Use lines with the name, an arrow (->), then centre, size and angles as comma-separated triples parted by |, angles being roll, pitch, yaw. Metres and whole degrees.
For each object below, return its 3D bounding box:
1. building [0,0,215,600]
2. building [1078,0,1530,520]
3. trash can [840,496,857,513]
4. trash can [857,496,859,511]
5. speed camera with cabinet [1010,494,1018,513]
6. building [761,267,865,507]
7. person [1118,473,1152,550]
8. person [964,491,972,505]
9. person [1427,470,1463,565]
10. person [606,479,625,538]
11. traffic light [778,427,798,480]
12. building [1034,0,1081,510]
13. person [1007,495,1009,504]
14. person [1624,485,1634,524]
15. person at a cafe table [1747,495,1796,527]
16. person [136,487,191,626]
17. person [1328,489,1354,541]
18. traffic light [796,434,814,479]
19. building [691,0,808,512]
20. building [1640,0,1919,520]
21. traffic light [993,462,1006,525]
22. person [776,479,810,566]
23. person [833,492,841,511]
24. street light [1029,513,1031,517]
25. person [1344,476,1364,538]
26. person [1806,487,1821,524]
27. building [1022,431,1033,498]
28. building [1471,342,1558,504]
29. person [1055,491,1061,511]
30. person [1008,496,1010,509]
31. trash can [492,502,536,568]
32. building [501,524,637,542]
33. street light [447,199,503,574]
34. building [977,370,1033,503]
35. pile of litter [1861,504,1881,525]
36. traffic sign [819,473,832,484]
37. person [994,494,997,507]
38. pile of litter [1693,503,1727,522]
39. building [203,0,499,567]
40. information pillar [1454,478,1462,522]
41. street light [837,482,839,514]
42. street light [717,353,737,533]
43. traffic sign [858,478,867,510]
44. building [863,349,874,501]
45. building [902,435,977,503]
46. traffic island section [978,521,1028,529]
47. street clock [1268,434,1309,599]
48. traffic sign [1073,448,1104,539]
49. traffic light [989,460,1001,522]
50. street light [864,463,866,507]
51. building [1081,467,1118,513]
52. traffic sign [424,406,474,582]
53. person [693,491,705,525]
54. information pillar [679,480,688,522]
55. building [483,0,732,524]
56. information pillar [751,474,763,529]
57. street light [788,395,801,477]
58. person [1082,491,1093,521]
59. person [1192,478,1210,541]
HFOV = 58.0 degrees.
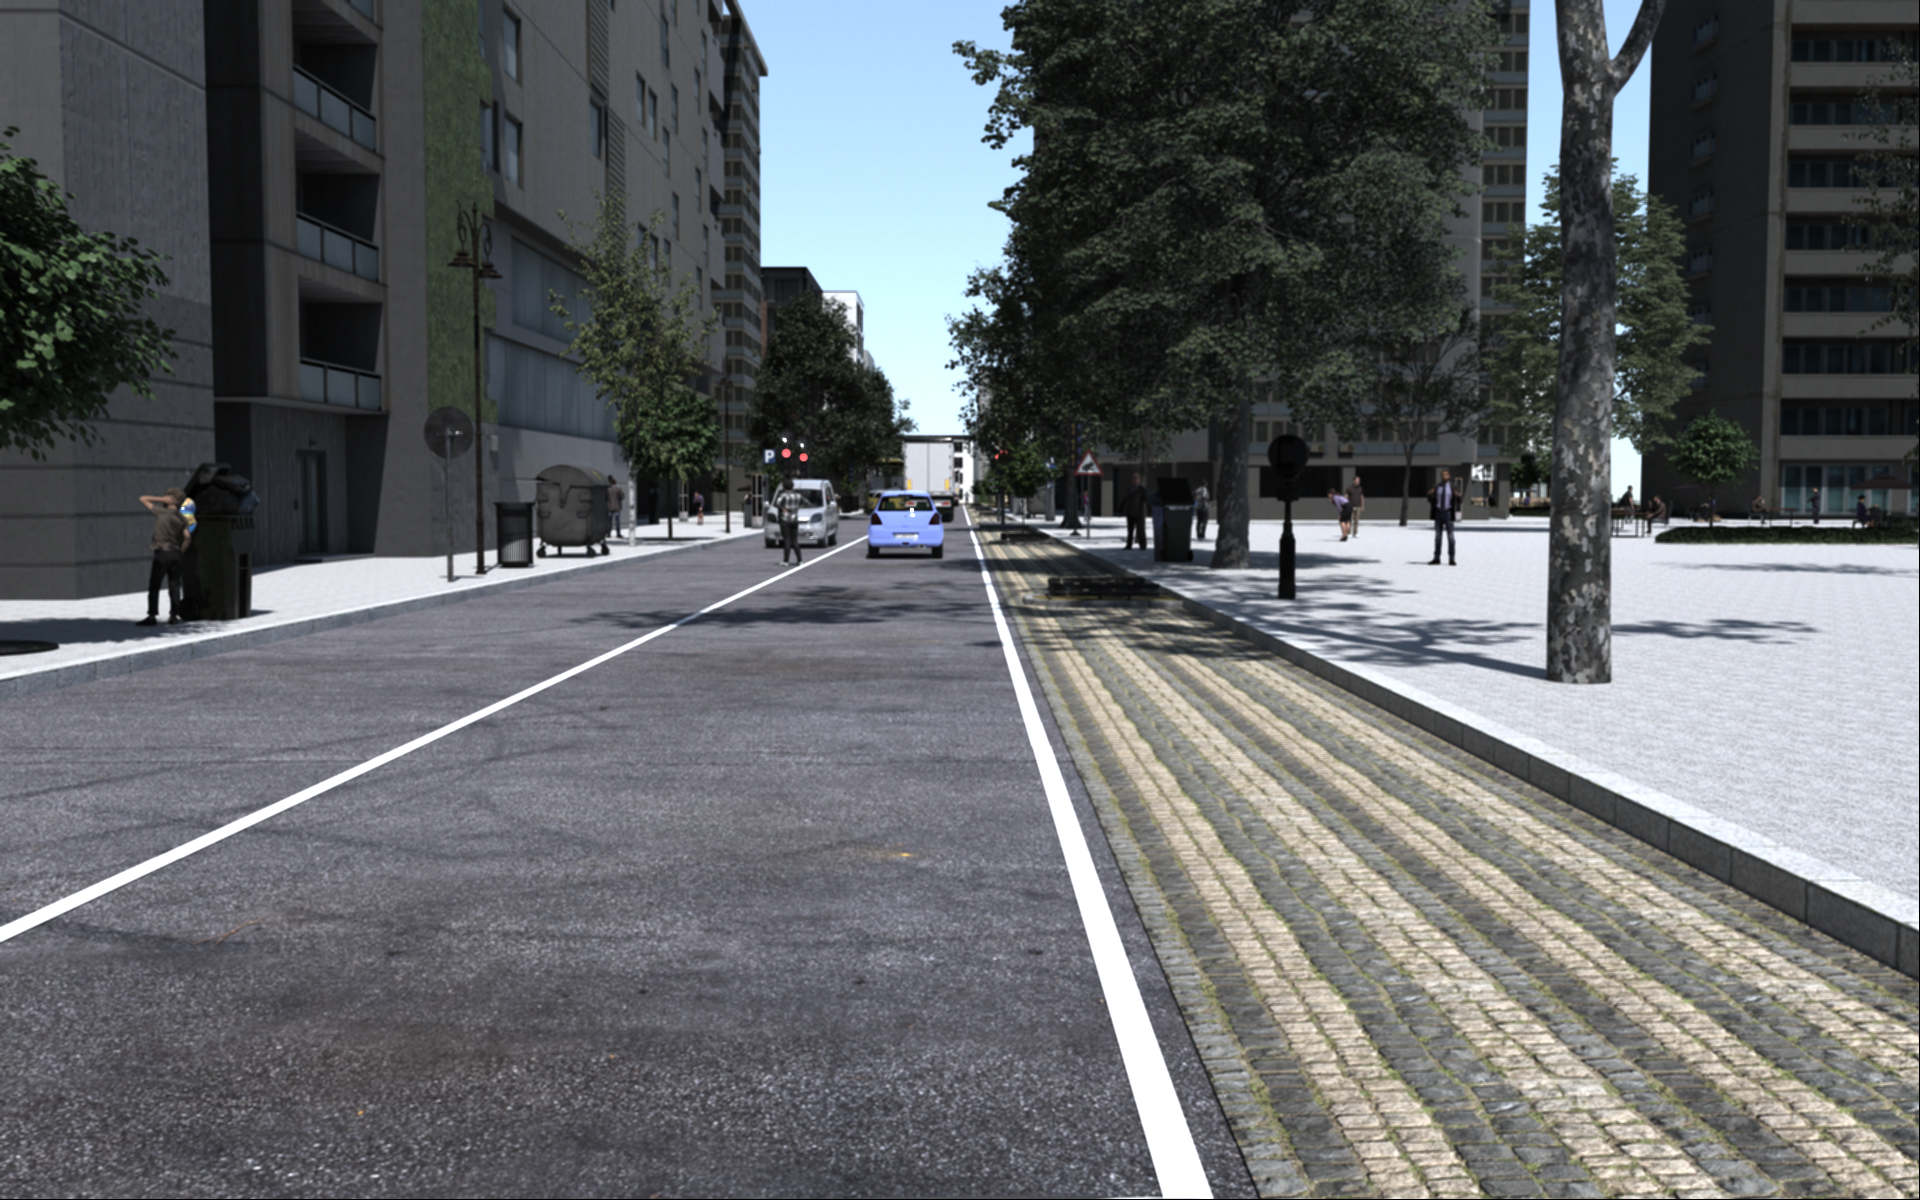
building -> -21.159, -28.573, 9.160 | 21.231, 58.520, 28.212 | 0, 3, 0
building -> 18.998, -24.943, 99.704 | 23.993, 40.220, 32.217 | 0, 3, 0
trash can -> -7.617, -6.477, 117.549 | 0.748, 1.137, 0.748 | 0, 3, 0
trash can -> -7.838, -7.171, 128.906 | 0.748, 1.137, 0.748 | 0, 3, 0
speed camera with cabinet -> 3.852, -7.570, 118.112 | 0.660, 3.252, 2.038 | 1, 4, 9
building -> -24.300, -20.068, 172.093 | 27.936, 21.610, 32.646 | 0, 3, 0
person -> 4.018, -2.023, 39.680 | 0.990, 1.755, 0.434 | 3, 5, 42
person -> 0.898, -13.400, 227.568 | 1.348, 1.826, 0.705 | 1, 4, 11
person -> 8.720, -1.490, 31.223 | 0.655, 1.722, 0.431 | 2, 4, 34
person -> -10.146, -2.686, 50.781 | 0.655, 1.722, 0.431 | 0, 4, 2
traffic light -> -7.216, -5.111, 72.491 | 0.839, 4.253, 0.868 | 0, 3, 0
building -> 13.464, -30.452, 147.995 | 14.600, 45.320, 14.200 | 0, 3, 0
person -> 6.079, -12.681, 214.201 | 0.721, 1.723, 1.217 | -1, 4, -20
person -> 28.843, -4.031, 74.542 | 0.434, 1.807, 0.598 | 0, 4, 6
person at a cafe table -> 31.544, -3.457, 67.383 | 1.726, 1.238, 1.698 | 2, 4, 25
person -> -7.805, -0.428, 16.956 | 0.340, 1.345, 0.435 | 2, 4, 32
person -> 10.329, -2.311, 47.056 | 0.697, 1.427, 0.421 | 1, 4, 23
traffic light -> -7.217, -5.600, 80.476 | 0.839, 4.253, 0.868 | 0, 3, 0
building -> -27.866, -26.764, 129.473 | 32.217, 40.220, 23.993 | 0, 3, 0
building -> 49.795, -28.780, 94.258 | 21.600, 48.544, 21.300 | 0, 3, 0
traffic light -> 1.785, -5.112, 72.508 | 0.839, 4.253, 0.868 | 0, 3, 0
person -> -3.391, -1.549, 34.547 | 0.841, 1.734, 0.376 | -3, 5, -40
person -> -8.801, -6.958, 122.996 | 0.628, 1.438, 0.799 | 0, 4, 5
street light -> 3.873, -7.556, 96.336 | 0.468, 5.910, 1.993 | 0, 3, 0
person -> 11.633, -2.747, 51.087 | 0.598, 1.807, 0.434 | 0, 4, -2
person -> 38.356, -4.215, 77.860 | 0.568, 1.767, 0.683 | 2, 4, 26
building -> 11.402, -14.746, 183.250 | 9.099, 9.664, 28.070 | 0, 3, 0
building -> 71.982, -22.285, 220.780 | 11.380, 20.091, 16.016 | 0, 3, 0
person -> 7.494, -7.659, 133.816 | 0.613, 1.512, 0.480 | -1, 4, -21
person -> 4.409, -8.703, 148.460 | 0.598, 1.807, 0.434 | 3, 5, 44
trash can -> -7.753, -1.132, 30.169 | 0.748, 1.137, 0.748 | 0, 3, 0
building -> -24.581, -28.388, 53.376 | 27.495, 52.752, 28.713 | 0, 3, 0
street light -> -7.671, -3.349, 27.550 | 0.468, 5.910, 1.993 | 0, 3, 0
building -> 18.310, -23.494, 250.591 | 31.486, 18.905, 16.747 | 0, 3, 0
pile of litter -> 38.810, -3.613, 73.039 | 1.719, 0.858, 1.176 | 0, 4, 2
traffic sign -> -7.922, -6.248, 102.255 | 0.768, 2.556, 0.104 | 0, 4, 1
person -> 3.587, -10.126, 171.478 | 0.709, 1.838, 0.599 | 2, 4, 35
pile of litter -> 34.726, -4.052, 80.210 | 1.719, 0.858, 1.176 | 0, 4, 0
building -> -17.665, -21.308, 31.987 | 14.154, 41.232, 14.086 | 0, 3, 0
information pillar -> 22.905, -4.598, 79.675 | 0.304, 2.012, 0.304 | 0, 4, 5
street light -> -7.746, -8.397, 110.079 | 0.468, 5.910, 1.993 | 0, 3, 0
street light -> -7.650, -5.145, 56.909 | 0.468, 5.910, 1.993 | 0, 3, 0
traffic sign -> -7.719, -8.378, 137.092 | 0.768, 2.556, 0.104 | 0, 4, 8
building -> -27.000, -21.633, 220.153 | 31.486, 18.905, 16.747 | 0, 3, 0
building -> -11.468, -18.628, 246.716 | 28.070, 9.664, 9.099 | 0, 3, 0
traffic island section -> 1.825, -3.079, 72.622 | 2.009, 0.180, 2.903 | 0, 3, 0
street clock -> 3.998, -1.012, 21.122 | 0.471, 2.002, 0.358 | 1, 4, 18
traffic sign -> 3.635, -2.996, 48.988 | 0.884, 2.594, 0.081 | 0, 4, 4
traffic light -> 1.784, -5.601, 80.493 | 0.839, 4.253, 0.868 | 0, 3, 0
street light -> -7.669, -10.193, 139.439 | 0.468, 5.910, 1.993 | 0, 3, 0
building -> 15.717, -26.998, 125.008 | 14.154, 41.232, 14.086 | 0, 3, 0
traffic sign -> -7.430, -1.534, 25.179 | 0.768, 2.556, 0.104 | 1, 4, 8
person -> -10.780, -3.811, 71.584 | 0.421, 1.427, 0.697 | 1, 4, 14
information pillar -> -12.871, -4.655, 80.604 | 0.304, 2.012, 0.304 | 3, 5, 41
building -> -27.876, -30.958, 95.409 | 28.713, 52.752, 27.495 | 0, 3, 0
information pillar -> -7.474, -3.631, 63.865 | 0.304, 2.012, 0.304 | 3, 5, 44
street light -> -7.694, -6.601, 80.720 | 0.468, 5.910, 1.993 | 0, 3, 0
person -> 6.111, -4.458, 82.164 | 0.776, 1.435, 0.726 | -1, 4, -19
person -> 6.685, -2.516, 47.896 | 0.376, 1.734, 0.841 | -1, 4, -16
